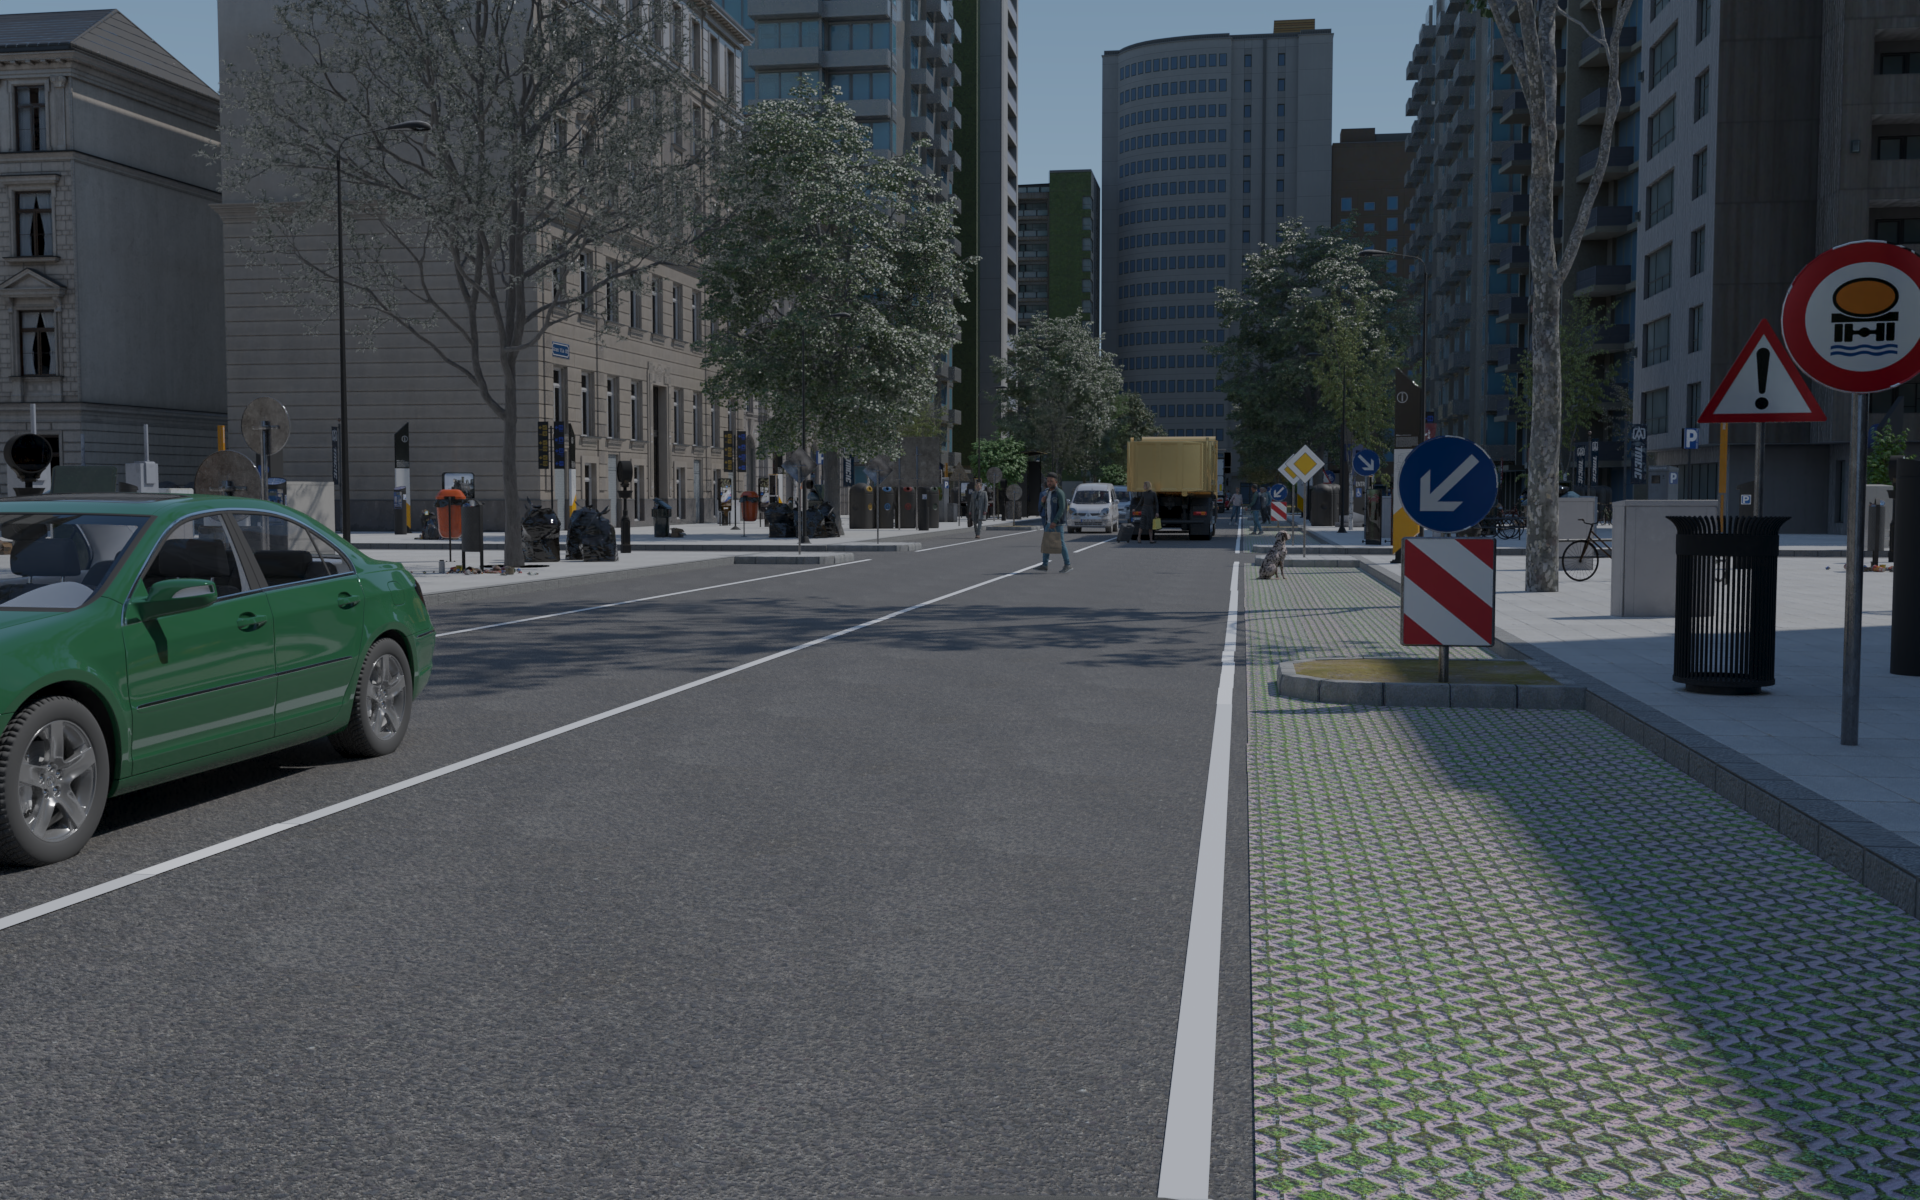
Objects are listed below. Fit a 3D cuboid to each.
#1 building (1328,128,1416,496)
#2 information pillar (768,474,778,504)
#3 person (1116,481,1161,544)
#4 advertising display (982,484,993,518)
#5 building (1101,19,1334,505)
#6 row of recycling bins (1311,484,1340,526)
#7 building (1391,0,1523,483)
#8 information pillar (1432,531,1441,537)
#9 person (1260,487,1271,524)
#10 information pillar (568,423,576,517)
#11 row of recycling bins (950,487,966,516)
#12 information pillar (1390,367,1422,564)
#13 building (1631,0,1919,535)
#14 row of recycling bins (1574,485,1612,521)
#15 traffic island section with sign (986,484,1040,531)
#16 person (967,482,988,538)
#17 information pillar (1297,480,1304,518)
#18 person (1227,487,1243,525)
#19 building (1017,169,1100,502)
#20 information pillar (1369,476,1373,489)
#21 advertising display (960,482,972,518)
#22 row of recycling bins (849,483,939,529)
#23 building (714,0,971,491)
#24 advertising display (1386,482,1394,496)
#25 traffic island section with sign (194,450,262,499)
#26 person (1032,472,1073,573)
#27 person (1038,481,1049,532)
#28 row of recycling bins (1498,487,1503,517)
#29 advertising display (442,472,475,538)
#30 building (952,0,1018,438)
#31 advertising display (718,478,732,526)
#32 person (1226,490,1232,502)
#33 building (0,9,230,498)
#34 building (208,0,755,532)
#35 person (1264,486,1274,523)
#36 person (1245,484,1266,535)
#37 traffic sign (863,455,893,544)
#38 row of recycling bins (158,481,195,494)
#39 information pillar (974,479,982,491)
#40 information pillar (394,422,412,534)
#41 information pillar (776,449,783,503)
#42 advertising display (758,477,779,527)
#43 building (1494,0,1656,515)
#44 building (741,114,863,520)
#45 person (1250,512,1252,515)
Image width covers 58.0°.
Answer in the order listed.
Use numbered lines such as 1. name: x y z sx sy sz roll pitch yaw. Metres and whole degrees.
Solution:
1. building: 52.769 -34.519 214.496 14.200 45.320 14.600 1 4 9
2. information pillar: -6.948 -3.671 64.505 0.304 2.012 0.304 0 4 7
3. person: 5.247 -2.555 50.489 0.699 1.804 1.509 -2 4 -28
4. advertising display: 1.452 -5.346 92.628 0.974 1.923 0.123 3 4 37
5. building: 32.338 -41.502 220.559 28.212 58.520 21.231 1 4 9
6. row of recycling bins: 14.971 -3.858 70.197 1.069 1.692 3.534 1 4 22
7. building: 53.478 -33.147 161.567 23.786 49.044 30.456 1 4 9
8. information pillar: 12.332 -2.440 44.387 0.304 2.012 0.304 -3 5 -42
9. person: 14.484 -4.529 83.031 0.515 1.767 0.782 -3 5 -43
10. information pillar: -12.858 -4.042 57.446 0.183 3.616 0.504 0 4 4
11. row of recycling bins: 0.074 -5.752 101.159 1.069 1.692 3.534 1 4 11
12. information pillar: 8.226 -2.481 31.913 0.504 3.616 0.183 2 4 33
13. building: 31.278 -17.473 57.385 14.107 30.474 14.160 1 4 9
14. row of recycling bins: 29.805 -4.575 81.921 3.534 1.692 1.069 -3 5 -43
15. traffic island section with sign: 2.153 -3.683 68.843 1.989 1.847 2.006 1 4 9
16. person: 0.555 -2.896 55.953 0.694 1.812 0.767 1 4 22
17. information pillar: 18.438 -6.239 93.364 0.504 3.616 0.183 -1 4 -11
18. person: 12.588 -4.310 79.635 0.731 1.740 0.598 -2 4 -24
19. building: 10.455 -32.897 221.459 14.086 41.232 14.154 1 4 9
20. information pillar: 16.530 -4.024 70.290 0.304 2.012 0.304 -3 5 -44
21. advertising display: 0.505 -5.396 93.443 0.974 1.923 0.123 0 4 -1
22. row of recycling bins: -2.463 -3.500 64.338 3.534 1.692 1.069 -2 4 -27
23. building: -12.166 -31.663 137.297 23.786 49.044 30.456 1 4 9
24. advertising display: 23.936 -5.524 95.527 0.974 1.923 0.123 -2 4 -25
25. traffic island section with sign: -6.638 -0.386 14.938 1.989 1.847 2.006 1 4 9
26. person: 1.704 -1.396 31.311 0.713 1.824 0.794 -1 4 -11
27. person: 2.437 -2.374 47.497 0.721 1.800 0.419 -2 4 -35
28. row of recycling bins: 26.996 -5.152 91.349 3.534 1.692 1.069 -1 4 -15
29. advertising display: -14.747 -2.798 50.953 0.974 1.923 0.123 -3 5 -41
30. building: -8.576 -38.805 176.454 28.212 58.520 21.231 1 4 9
31. advertising display: -9.495 -3.959 69.943 0.123 1.923 0.974 1 4 20
32. person: 27.656 -10.404 178.591 1.348 1.826 0.705 -1 4 -18
33. building: -38.474 -12.283 65.458 19.286 19.102 10.561 1 4 9
34. building: -17.633 -16.685 70.058 12.463 27.353 25.104 1 4 9
35. person: 15.055 -4.656 84.647 0.620 1.820 0.660 -2 4 -34
36. person: 10.357 -3.169 60.664 0.721 1.781 0.623 1 4 12
37. traffic sign: -2.112 -2.502 44.547 0.795 2.450 0.064 1 4 9
38. row of recycling bins: -24.288 -2.996 56.101 1.069 1.692 3.534 3 5 41
39. information pillar: 0.854 -4.740 81.996 0.304 2.012 0.304 -1 4 -10
40. information pillar: -18.072 -3.964 56.171 0.183 3.616 0.504 3 5 44
41. information pillar: -7.482 -4.917 71.739 0.183 3.616 0.504 1 4 19
42. advertising display: -7.436 -3.796 67.279 0.123 1.923 0.974 3 5 42
43. building: 42.819 -27.118 98.010 22.147 44.769 28.867 1 4 9
44. building: -14.315 -15.458 94.541 13.314 21.916 24.055 1 4 9
45. person: 19.348 -6.185 113.873 0.306 1.304 0.590 -3 5 -42
